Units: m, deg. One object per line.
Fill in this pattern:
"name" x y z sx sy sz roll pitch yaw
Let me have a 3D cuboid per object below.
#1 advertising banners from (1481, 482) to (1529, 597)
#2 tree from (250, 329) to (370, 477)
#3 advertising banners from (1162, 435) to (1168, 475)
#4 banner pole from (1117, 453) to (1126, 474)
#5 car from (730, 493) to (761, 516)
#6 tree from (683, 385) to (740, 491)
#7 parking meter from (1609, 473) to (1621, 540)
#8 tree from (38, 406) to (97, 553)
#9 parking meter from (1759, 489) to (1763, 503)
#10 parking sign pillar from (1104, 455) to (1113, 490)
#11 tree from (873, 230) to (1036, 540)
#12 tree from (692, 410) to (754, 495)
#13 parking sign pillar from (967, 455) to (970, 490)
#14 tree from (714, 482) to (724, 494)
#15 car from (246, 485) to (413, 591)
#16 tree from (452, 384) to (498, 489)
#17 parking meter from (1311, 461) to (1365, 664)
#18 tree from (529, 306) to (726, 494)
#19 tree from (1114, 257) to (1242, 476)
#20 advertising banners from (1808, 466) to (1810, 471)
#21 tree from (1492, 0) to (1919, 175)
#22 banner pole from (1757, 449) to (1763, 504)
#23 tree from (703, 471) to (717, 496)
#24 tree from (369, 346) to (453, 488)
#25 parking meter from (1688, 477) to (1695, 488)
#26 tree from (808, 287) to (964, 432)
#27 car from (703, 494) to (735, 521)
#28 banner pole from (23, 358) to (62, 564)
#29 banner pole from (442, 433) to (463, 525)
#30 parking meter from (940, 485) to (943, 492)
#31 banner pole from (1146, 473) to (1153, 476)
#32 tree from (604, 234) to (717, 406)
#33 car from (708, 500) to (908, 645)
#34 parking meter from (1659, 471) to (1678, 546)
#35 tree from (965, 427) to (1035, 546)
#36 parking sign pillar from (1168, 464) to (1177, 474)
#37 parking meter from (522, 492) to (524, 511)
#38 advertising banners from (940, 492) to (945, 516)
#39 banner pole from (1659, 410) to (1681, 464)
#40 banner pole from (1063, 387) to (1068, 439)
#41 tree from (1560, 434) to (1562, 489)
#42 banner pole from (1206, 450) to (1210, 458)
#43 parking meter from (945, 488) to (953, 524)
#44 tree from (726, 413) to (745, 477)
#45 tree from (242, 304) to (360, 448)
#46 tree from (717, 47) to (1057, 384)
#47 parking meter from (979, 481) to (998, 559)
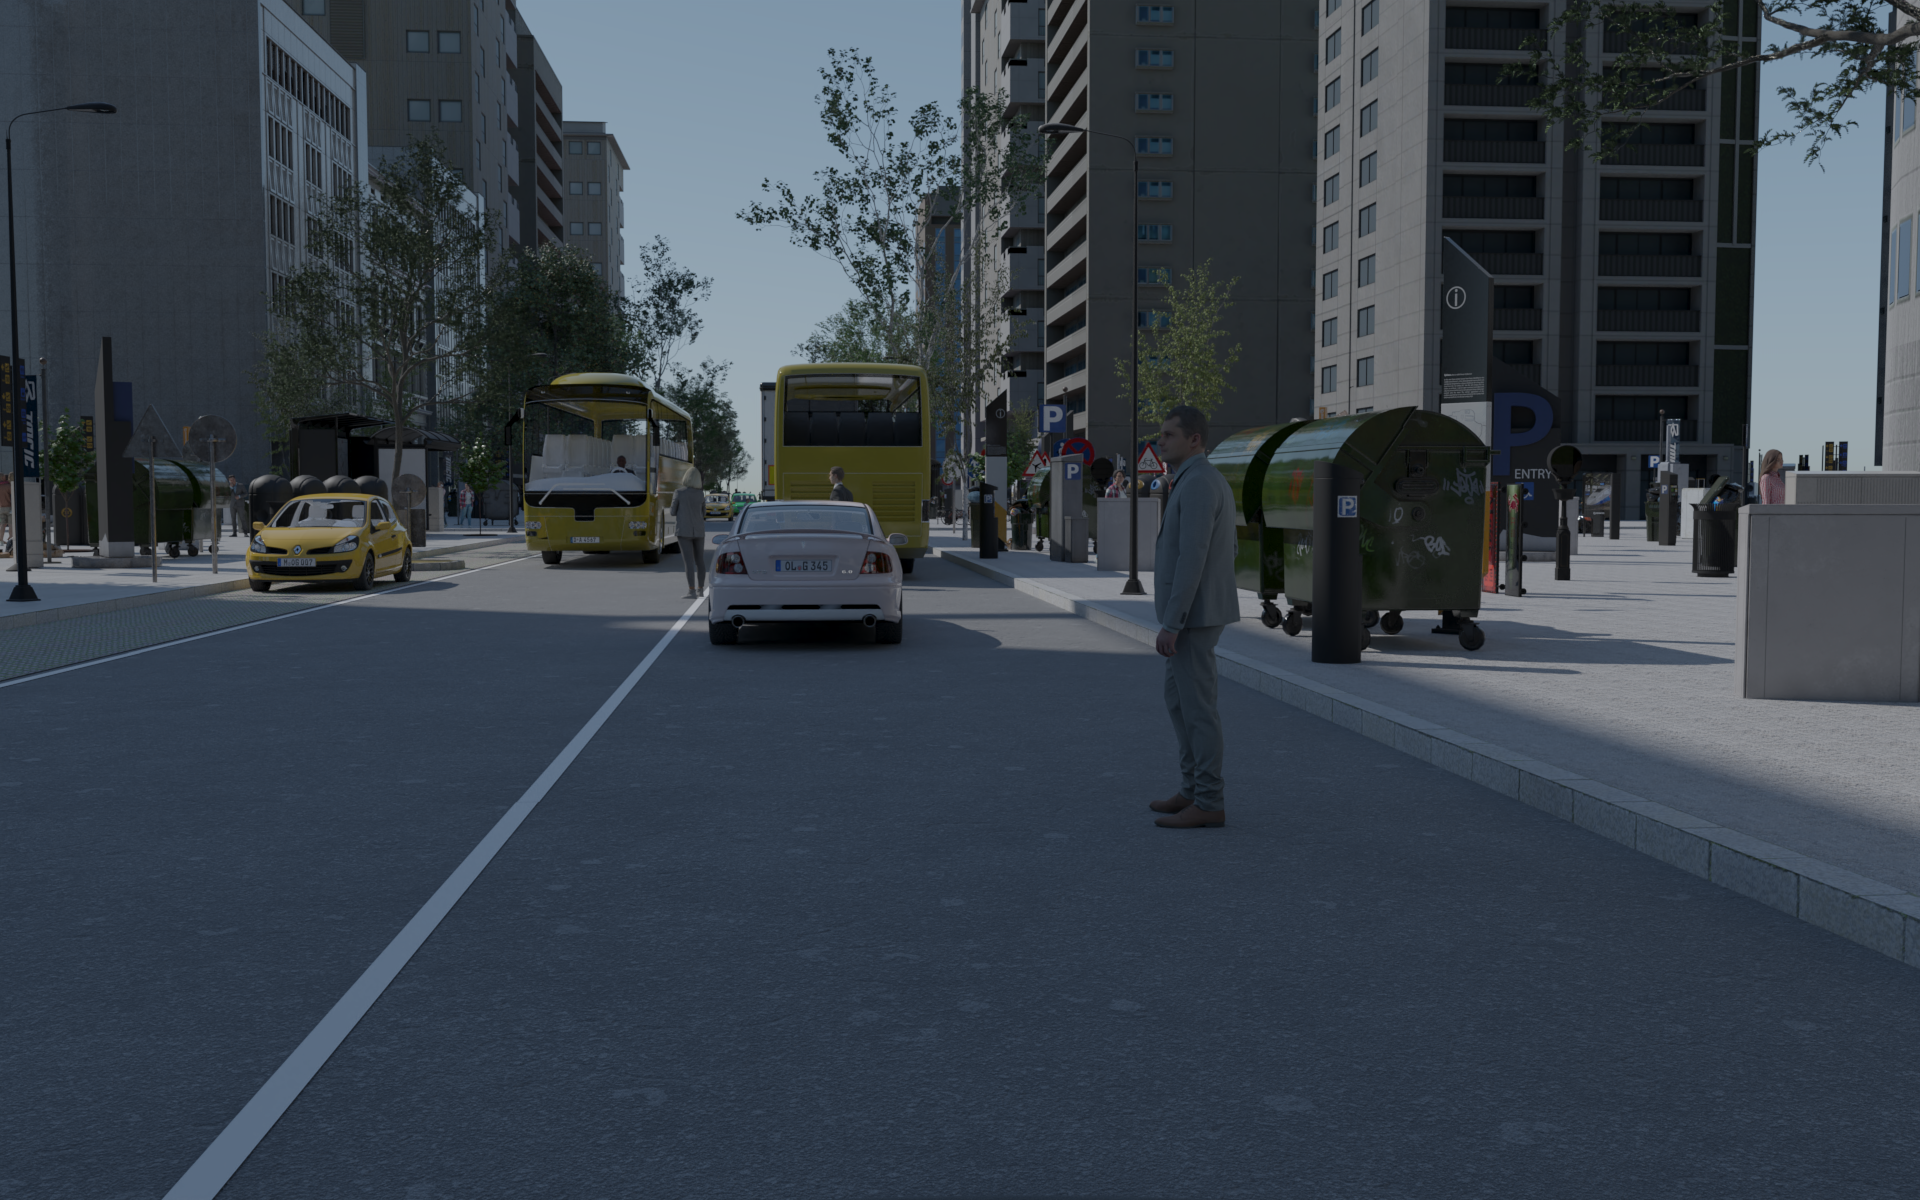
"advertising banners" 6.877 -1.600 22.347 0.090 3.025 2.074 0 4 -5
"tree" -28.507 -7.582 74.327 4.737 8.622 4.395 0 3 0
"advertising banners" 5.723 -3.079 46.525 0.090 3.025 2.074 -1 4 -10
"banner pole" 9.867 -7.123 106.478 0.863 3.779 0.401 3 5 40
"car" -12.500 -5.599 100.343 1.959 1.807 4.718 0 4 -7
"tree" -30.197 -17.990 200.794 9.857 13.997 8.962 0 3 0
"parking meter" 18.461 -2.635 48.801 0.255 1.863 0.399 1 4 17
"tree" -19.568 -2.666 38.184 1.663 3.219 1.824 0 3 0
"parking meter" 59.660 -7.536 128.921 0.399 1.863 0.255 0 4 1
"parking sign pillar" 10.220 -8.030 119.765 1.447 3.967 1.447 -1 4 -13
"tree" -0.098 -5.955 47.733 4.360 8.622 3.978 0 3 0
"tree" -27.692 -15.317 184.837 8.767 10.594 7.601 1 4 12
"parking sign pillar" 1.081 -7.956 118.554 1.447 3.967 1.447 1 4 13
"tree" -33.300 -14.943 238.926 1.663 3.219 1.824 0 3 0
"car" -9.660 -1.005 26.660 2.015 1.641 3.980 0 4 -5
"tree" -31.682 -9.901 112.235 4.737 8.622 4.395 0 3 0
"parking meter" 2.878 -0.293 13.203 0.372 1.533 0.369 0 3 0
"tree" -19.700 -10.307 94.275 9.928 11.665 9.643 0 3 0
"tree" 6.976 -6.371 54.523 4.737 8.622 4.395 0 3 0
"advertising banners" 53.119 -6.790 107.202 2.074 3.025 0.090 1 4 9
"tree" 5.140 -4.480 7.662 8.767 10.594 7.601 2 4 28
"banner pole" 44.425 -6.494 96.192 0.401 3.779 0.863 1 4 10
"tree" -31.159 -14.001 212.622 4.285 4.588 4.351 0 3 0
"tree" -28.023 -8.207 84.544 4.737 8.622 4.395 0 3 0
"parking meter" 25.291 -3.323 60.044 0.255 1.863 0.399 1 4 9
"tree" -3.717 -9.942 88.309 9.928 11.665 9.643 0 3 0
"car" -12.935 -5.006 92.079 2.015 1.641 3.980 0 4 -6
"banner pole" -17.050 -2.565 31.962 0.863 3.779 0.401 1 4 16
"banner pole" -20.883 -4.968 71.252 0.863 3.779 0.401 -3 5 -41
"parking meter" -1.227 -5.963 103.207 0.399 1.863 0.255 -2 4 -24
"banner pole" 11.660 -7.115 106.349 0.401 3.779 0.863 3 5 43
"tree" -23.322 -16.705 129.019 12.611 20.169 13.585 0 3 0
"car" -1.560 -0.339 17.910 2.083 1.381 4.827 0 4 -4
"parking meter" 17.590 -2.281 43.000 0.255 1.863 0.399 -1 4 -20
"tree" 0.907 -2.991 43.506 1.663 3.219 1.824 0 3 0
"parking sign pillar" 10.138 -5.716 81.930 1.447 3.967 1.447 3 5 40
"parking meter" -32.987 -7.511 131.221 0.372 1.533 0.369 0 3 0
"advertising banners" -1.720 -6.449 101.633 2.074 3.025 0.090 -1 4 -10
"banner pole" 20.932 -3.746 51.257 0.401 3.779 0.863 -2 4 -31
"banner pole" 2.462 -3.100 40.698 0.401 3.779 0.863 0 4 2
"tree" 13.496 -2.770 39.890 1.663 3.219 1.824 0 3 0
"banner pole" 14.026 -6.662 98.937 0.401 3.779 0.863 -3 4 -37
"parking meter" -0.478 -4.054 74.701 0.372 1.533 0.369 0 3 0
"tree" -24.067 -13.797 151.338 9.928 11.665 9.643 0 3 0
"tree" -25.955 -7.216 68.338 4.360 8.622 3.978 0 3 0
"tree" -3.078 -13.417 75.258 12.611 20.169 13.585 0 3 0
"parking meter" 0.572 -1.592 34.438 0.372 1.533 0.369 0 3 0
